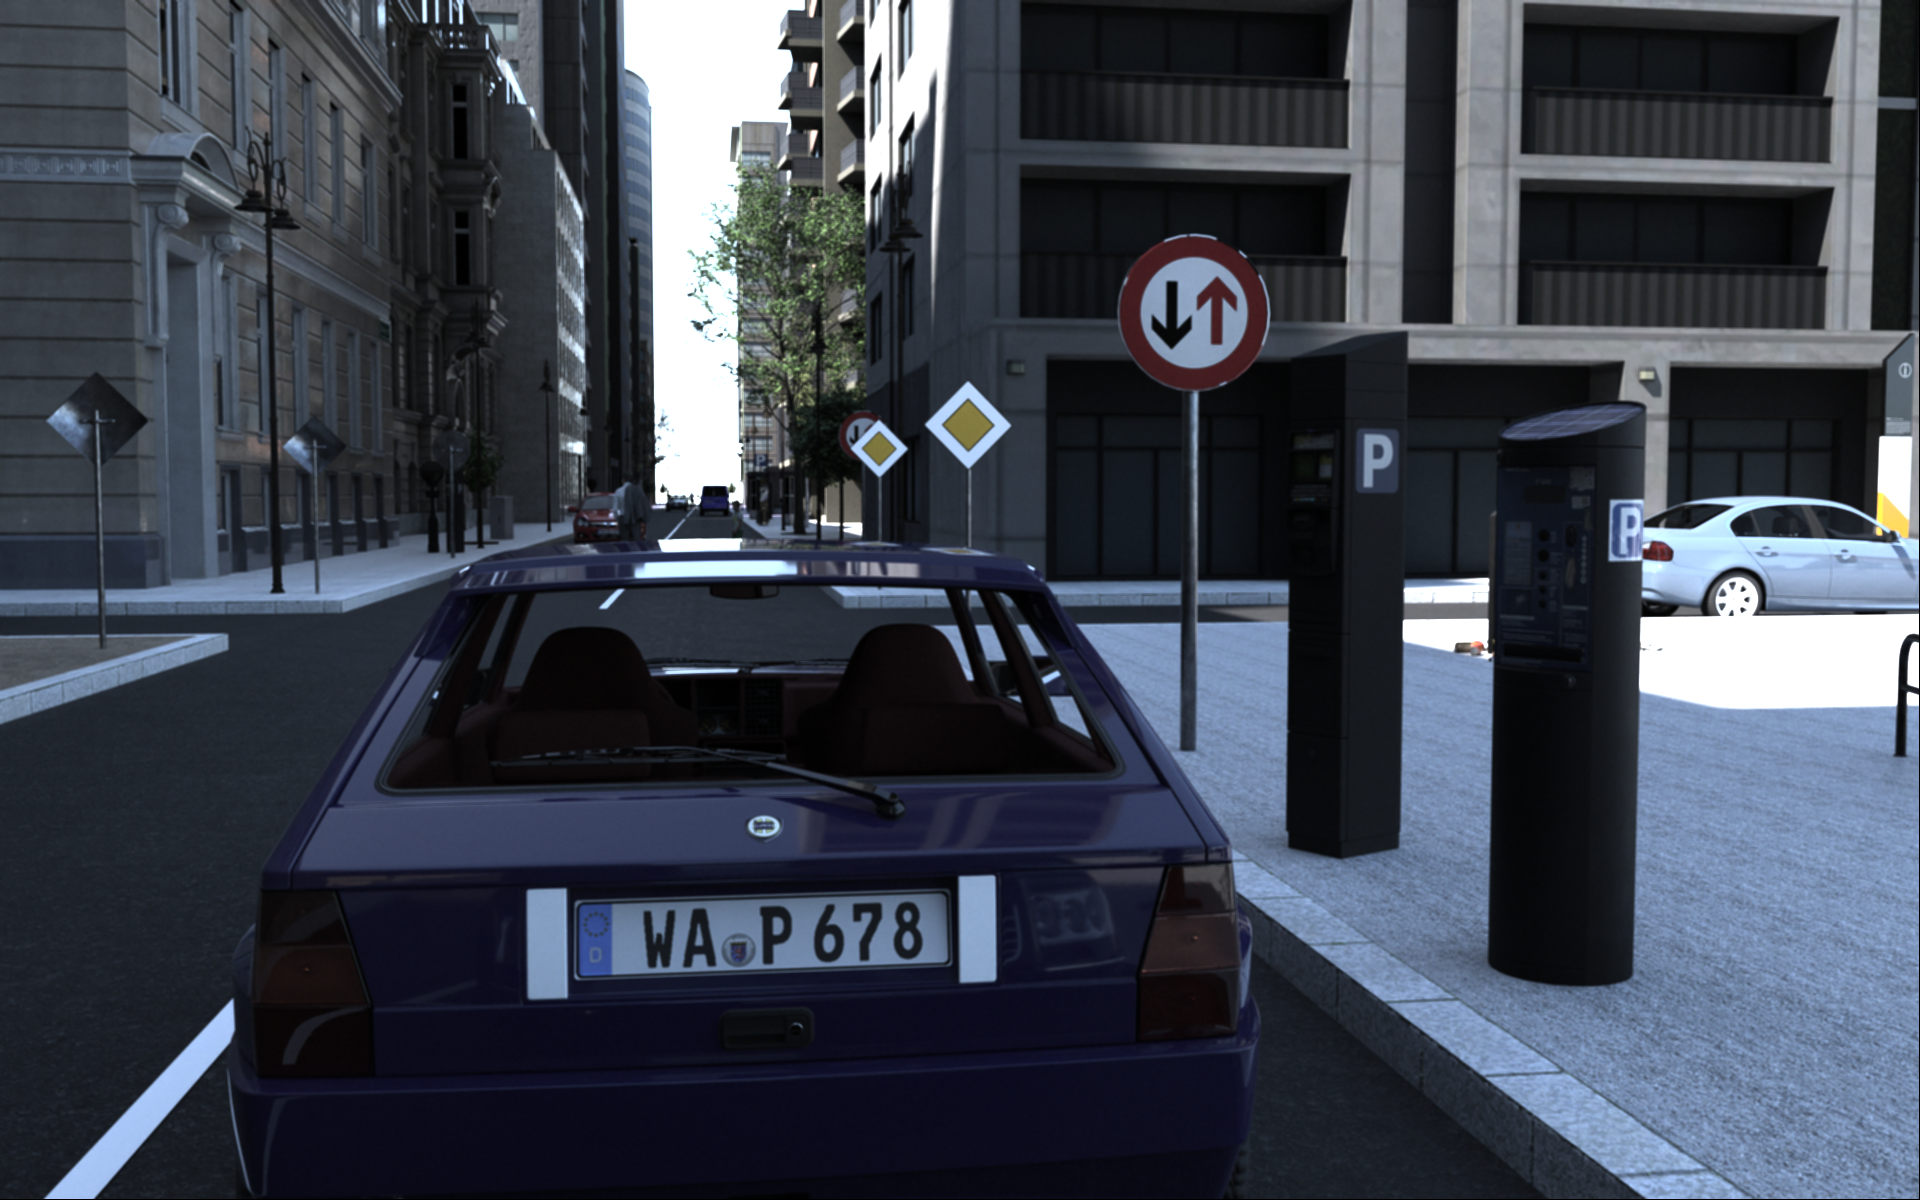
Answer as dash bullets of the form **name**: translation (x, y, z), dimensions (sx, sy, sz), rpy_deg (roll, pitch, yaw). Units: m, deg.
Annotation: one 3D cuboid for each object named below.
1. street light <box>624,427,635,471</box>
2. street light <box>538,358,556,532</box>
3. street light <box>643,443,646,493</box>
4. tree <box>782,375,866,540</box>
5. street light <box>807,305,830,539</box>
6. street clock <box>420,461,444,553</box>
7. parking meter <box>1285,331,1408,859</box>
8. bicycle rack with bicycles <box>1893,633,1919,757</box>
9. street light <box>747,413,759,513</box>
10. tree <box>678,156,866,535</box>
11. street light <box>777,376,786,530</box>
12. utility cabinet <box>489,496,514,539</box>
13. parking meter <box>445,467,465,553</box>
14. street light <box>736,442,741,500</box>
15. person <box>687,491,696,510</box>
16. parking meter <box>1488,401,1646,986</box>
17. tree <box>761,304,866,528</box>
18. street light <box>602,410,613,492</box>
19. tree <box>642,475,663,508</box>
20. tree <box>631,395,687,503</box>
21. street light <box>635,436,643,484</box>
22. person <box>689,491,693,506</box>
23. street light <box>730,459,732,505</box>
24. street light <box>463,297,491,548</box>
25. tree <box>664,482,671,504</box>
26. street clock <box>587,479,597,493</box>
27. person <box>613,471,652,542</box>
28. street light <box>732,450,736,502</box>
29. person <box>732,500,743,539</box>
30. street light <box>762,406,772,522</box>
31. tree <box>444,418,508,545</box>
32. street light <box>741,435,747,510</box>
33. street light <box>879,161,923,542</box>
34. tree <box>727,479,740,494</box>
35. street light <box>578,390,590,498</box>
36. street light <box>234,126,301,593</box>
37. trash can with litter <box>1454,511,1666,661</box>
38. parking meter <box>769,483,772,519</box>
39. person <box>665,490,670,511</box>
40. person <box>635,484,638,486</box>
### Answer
- **street light**: translation (-22.324, -8.781, 116.353), dimensions (0.468, 5.910, 1.993), rpy_deg (-1, 4, -8)
- **street light**: translation (-14.053, -5.277, 59.068), dimensions (0.468, 5.910, 1.993), rpy_deg (-1, 4, -8)
- **street light**: translation (-27.923, -11.041, 153.300), dimensions (0.468, 5.910, 1.993), rpy_deg (-1, 4, -8)
- **tree**: translation (-3.356, -3.913, 47.697), dimensions (4.285, 4.588, 4.351), rpy_deg (0, 3, 0)
- **street light**: translation (-3.478, -4.265, 42.525), dimensions (0.468, 5.910, 1.993), rpy_deg (-1, 4, -8)
- **street clock**: translation (-11.527, -2.036, 37.867), dimensions (0.471, 2.002, 0.358), rpy_deg (0, 4, 3)
- **parking meter**: translation (1.381, -0.031, 6.213), dimensions (0.399, 1.863, 0.255), rpy_deg (-3, 4, -36)
- **bicycle rack with bicycles**: translation (5.474, 0.356, 7.562), dimensions (2.852, 0.926, 2.925), rpy_deg (1, 4, 11)
- **street light**: translation (-11.810, -7.747, 99.447), dimensions (0.468, 5.910, 1.993), rpy_deg (-1, 4, -8)
- **tree**: translation (-5.242, -7.874, 54.498), dimensions (9.928, 11.665, 9.643), rpy_deg (0, 3, 0)
- **street light**: translation (-6.254, -5.406, 61.170), dimensions (0.468, 5.910, 1.993), rpy_deg (-1, 4, -8)
- **utility cabinet**: translation (-13.076, -2.337, 49.376), dimensions (0.306, 1.237, 1.020), rpy_deg (-3, 4, -38)
- **parking meter**: translation (-11.035, -1.964, 37.830), dimensions (0.255, 1.863, 0.399), rpy_deg (1, 4, 12)
- **street light**: translation (-17.171, -10.003, 136.330), dimensions (0.468, 5.910, 1.993), rpy_deg (-1, 4, -8)
- **person**: translation (-23.453, -8.703, 151.739), dimensions (0.756, 1.711, 0.436), rpy_deg (1, 4, 16)
- **parking meter**: translation (1.625, 0.230, 4.648), dimensions (0.372, 1.533, 0.369), rpy_deg (0, 3, 0)
- **tree**: translation (-5.569, -7.032, 65.330), dimensions (4.737, 8.622, 4.395), rpy_deg (0, 3, 0)
- **street light**: translation (-19.834, -7.662, 98.055), dimensions (0.468, 5.910, 1.993), rpy_deg (-1, 4, -8)
- **tree**: translation (-28.706, -10.034, 158.651), dimensions (1.663, 3.219, 1.824), rpy_deg (0, 3, 0)
- **tree**: translation (-29.585, -14.018, 163.600), dimensions (8.767, 10.594, 7.601), rpy_deg (0, 4, 5)
- **street light**: translation (-25.107, -9.883, 134.373), dimensions (0.468, 5.910, 1.993), rpy_deg (-1, 4, -8)
- **person**: translation (-33.222, -12.556, 213.884), dimensions (0.705, 1.812, 1.348), rpy_deg (-3, 5, -40)
- **street light**: translation (-22.448, -12.247, 173.029), dimensions (0.468, 5.910, 1.993), rpy_deg (-1, 4, -8)
- **street light**: translation (-11.362, -4.165, 40.884), dimensions (0.468, 5.910, 1.993), rpy_deg (-1, 4, -8)
- **tree**: translation (-38.918, -14.204, 226.834), dimensions (1.663, 3.219, 1.824), rpy_deg (0, 3, 0)
- **street clock**: translation (-17.408, -4.730, 81.904), dimensions (0.471, 2.002, 0.358), rpy_deg (3, 4, 37)
- **person**: translation (-5.776, -1.340, 30.513), dimensions (0.679, 1.850, 0.850), rpy_deg (-1, 4, -16)
- **street light**: translation (-19.791, -11.106, 154.374), dimensions (0.468, 5.910, 1.993), rpy_deg (-1, 4, -8)
- **person**: translation (-4.809, -1.516, 37.540), dimensions (0.306, 1.304, 0.590), rpy_deg (2, 4, 24)
- **street light**: translation (-8.806, -6.510, 79.223), dimensions (0.468, 5.910, 1.993), rpy_deg (-1, 4, -8)
- **tree**: translation (-12.518, -3.045, 44.386), dimensions (1.663, 3.219, 1.824), rpy_deg (0, 3, 0)
- **street light**: translation (-14.434, -8.864, 117.714), dimensions (0.468, 5.910, 1.993), rpy_deg (-1, 4, -8)
- **street light**: translation (-0.840, -3.162, 24.484), dimensions (0.468, 5.910, 1.993), rpy_deg (-1, 4, -8)
- **tree**: translation (-28.515, -13.546, 216.078), dimensions (1.663, 3.219, 1.824), rpy_deg (0, 3, 0)
- **street light**: translation (-16.718, -6.380, 77.105), dimensions (0.468, 5.910, 1.993), rpy_deg (-1, 4, -8)
- **street light**: translation (-8.852, -3.027, 22.287), dimensions (0.468, 5.910, 1.993), rpy_deg (-1, 4, -8)
- **trash can with litter**: translation (4.890, -0.178, 13.961), dimensions (2.233, 1.210, 1.678), rpy_deg (-1, 4, -20)
- **parking meter**: translation (-9.855, -5.088, 88.899), dimensions (0.399, 1.863, 0.255), rpy_deg (0, 4, 0)
- **person**: translation (-24.531, -8.382, 146.068), dimensions (0.721, 1.766, 1.217), rpy_deg (2, 4, 27)
- **person**: translation (-11.575, -3.230, 61.666), dimensions (0.721, 1.781, 0.623), rpy_deg (-1, 4, -20)
